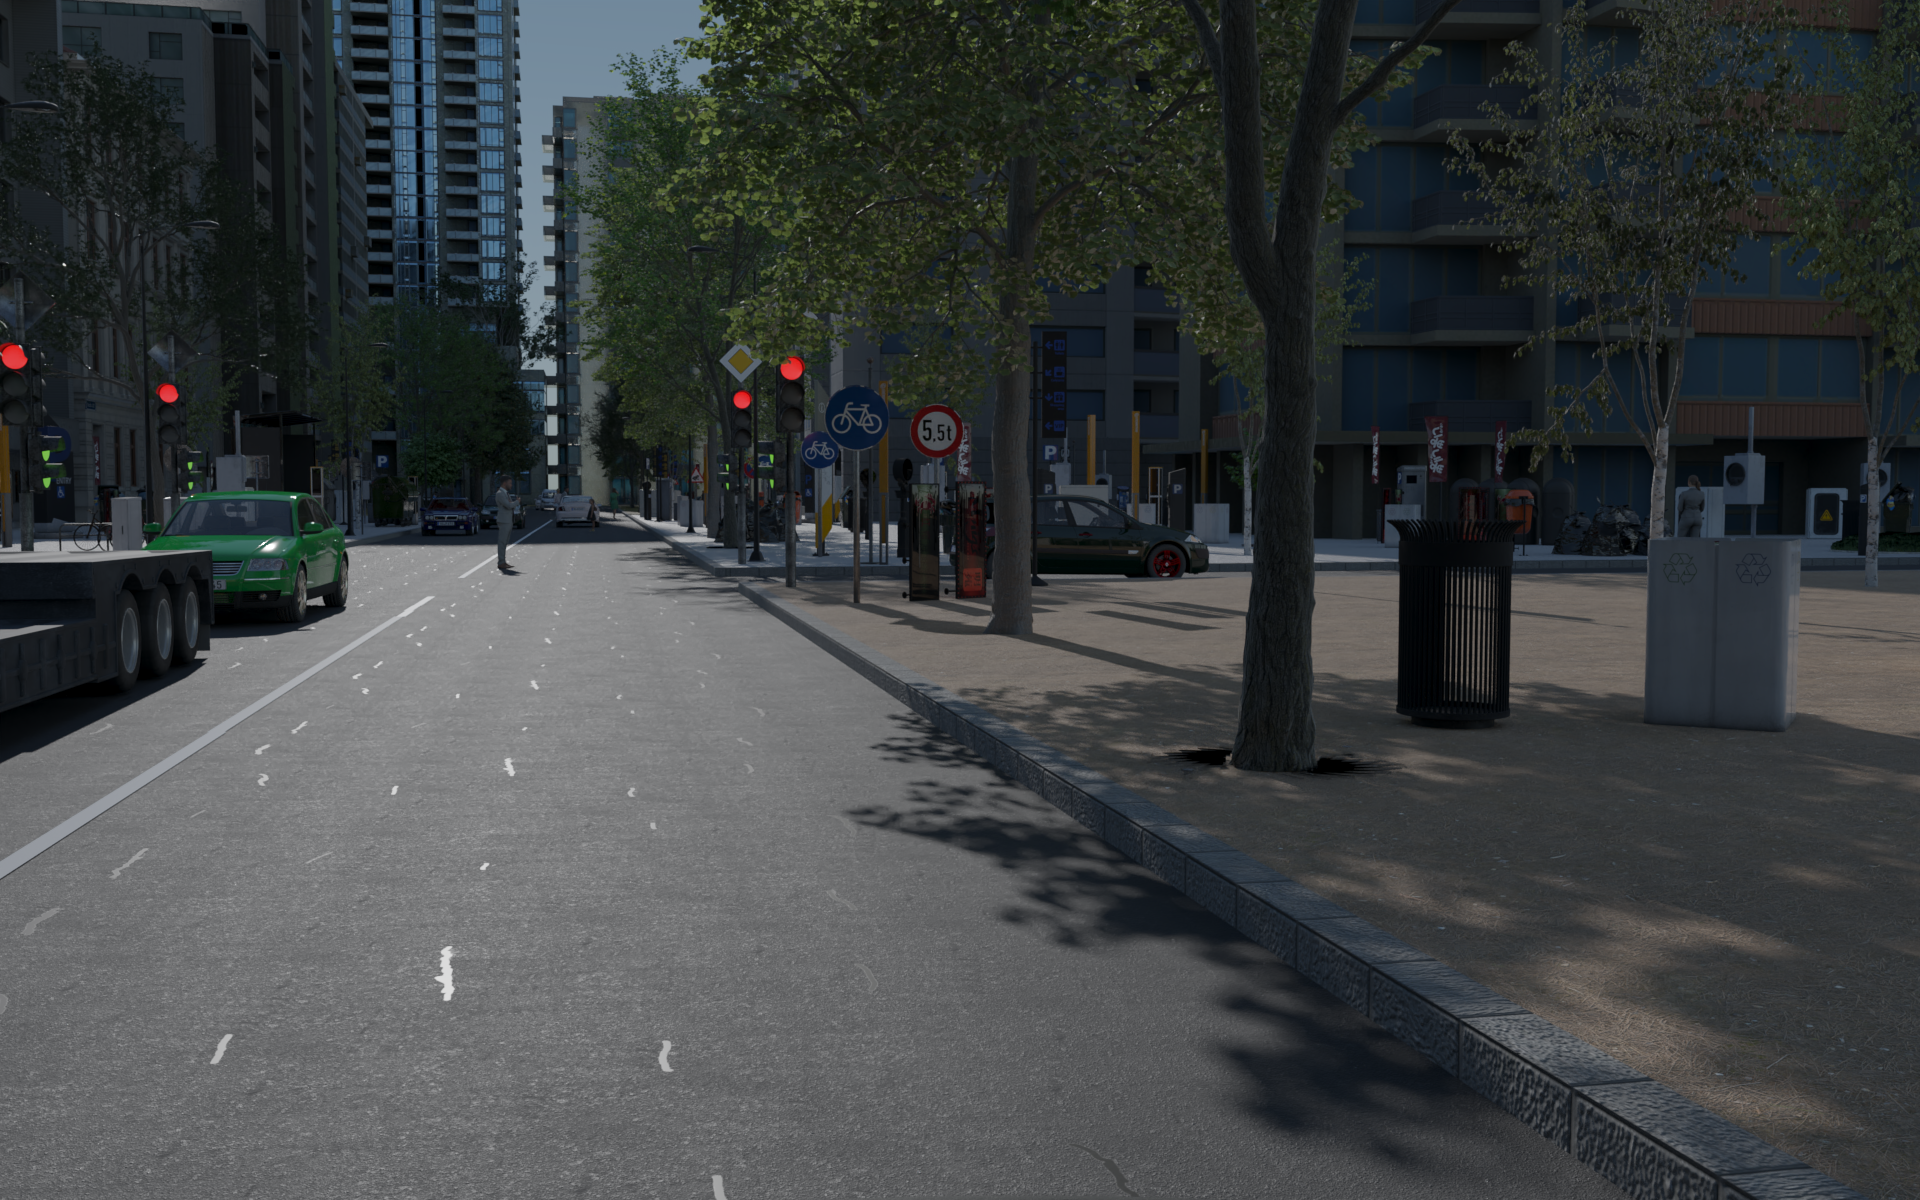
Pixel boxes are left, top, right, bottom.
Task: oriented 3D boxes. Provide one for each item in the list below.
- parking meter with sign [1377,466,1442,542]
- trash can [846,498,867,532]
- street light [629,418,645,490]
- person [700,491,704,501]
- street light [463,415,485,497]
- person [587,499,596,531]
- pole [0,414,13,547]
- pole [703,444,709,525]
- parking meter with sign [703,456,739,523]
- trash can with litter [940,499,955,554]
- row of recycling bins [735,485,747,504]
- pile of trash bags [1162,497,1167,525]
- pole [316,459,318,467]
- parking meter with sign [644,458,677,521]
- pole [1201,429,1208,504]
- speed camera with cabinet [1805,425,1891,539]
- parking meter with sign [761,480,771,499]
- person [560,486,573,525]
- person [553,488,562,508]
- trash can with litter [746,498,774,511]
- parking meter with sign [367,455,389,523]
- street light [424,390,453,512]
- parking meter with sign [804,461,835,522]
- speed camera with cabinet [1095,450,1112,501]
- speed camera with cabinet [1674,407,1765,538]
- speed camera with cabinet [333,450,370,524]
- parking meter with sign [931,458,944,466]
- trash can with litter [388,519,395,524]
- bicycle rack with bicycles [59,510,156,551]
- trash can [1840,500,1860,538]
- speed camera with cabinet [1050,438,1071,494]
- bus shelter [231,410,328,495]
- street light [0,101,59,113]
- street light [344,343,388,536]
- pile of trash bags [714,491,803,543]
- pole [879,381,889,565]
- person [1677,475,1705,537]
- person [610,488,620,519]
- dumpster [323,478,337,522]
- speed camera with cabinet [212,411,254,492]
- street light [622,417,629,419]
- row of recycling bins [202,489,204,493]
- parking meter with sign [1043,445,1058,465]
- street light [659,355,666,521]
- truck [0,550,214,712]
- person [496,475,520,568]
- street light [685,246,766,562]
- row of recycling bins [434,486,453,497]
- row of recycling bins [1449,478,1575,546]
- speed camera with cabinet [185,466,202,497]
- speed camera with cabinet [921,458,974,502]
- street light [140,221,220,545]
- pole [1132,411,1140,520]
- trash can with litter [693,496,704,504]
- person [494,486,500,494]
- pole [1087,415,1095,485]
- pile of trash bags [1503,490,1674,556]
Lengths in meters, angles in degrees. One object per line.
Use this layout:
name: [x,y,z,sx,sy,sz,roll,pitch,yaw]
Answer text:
parking meter with sign: [12.175,-3.089,46.768,1.738,3.016,0.543,0,4,-4]
trash can: [-3.625,-3.040,61.360,0.748,1.137,0.748,0,3,0]
street light: [-14.621,-6.652,81.294,1.470,5.913,1.316,-1,4,-12]
person: [-27.796,-10.923,187.228,0.705,1.807,1.348,-3,4,-38]
street light: [-28.483,-7.878,101.351,1.470,5.913,1.316,-1,4,-12]
person: [-14.169,-3.266,66.565,0.373,1.253,0.362,-1,4,-14]
pole: [-22.932,-2.920,41.588,0.158,3.312,0.155,0,3,0]
pole: [-10.354,-4.700,70.695,0.158,3.312,0.155,0,3,0]
parking meter with sign: [-10.717,-5.042,78.695,1.738,3.016,0.543,-2,4,-26]
trash can with litter: [0.017,-1.567,37.015,1.055,1.170,0.624,-3,5,-39]
row of recycling bins: [-10.413,-4.526,81.110,1.069,1.692,3.534,-1,4,-11]
pile of trash bags: [9.718,-3.842,72.570,3.447,1.369,1.912,2,4,28]
pole: [-37.674,-6.577,101.378,0.158,3.312,0.155,0,3,0]
parking meter with sign: [-14.272,-5.335,83.488,1.738,3.016,0.543,0,4,7]
pole: [7.684,-3.707,54.461,0.158,3.312,0.155,0,3,0]
speed camera with cabinet: [25.106,-3.342,48.970,2.038,3.252,0.660,1,4,18]
parking meter with sign: [-10.415,-5.922,93.081,0.543,3.016,1.738,-1,4,-14]
person: [-18.459,-4.415,80.963,0.850,1.792,0.678,0,4,8]
person: [-21.485,-5.146,93.312,0.731,1.740,0.598,-2,4,-35]
trash can with litter: [-6.080,-2.518,52.558,1.055,1.170,0.624,1,4,13]
parking meter with sign: [-25.939,-4.946,77.133,0.543,3.016,1.738,0,4,-2]
street light: [-23.379,-6.423,77.562,1.470,5.913,1.316,-1,4,-12]
parking meter with sign: [-6.505,-5.174,80.858,1.738,3.016,0.543,3,5,44]
speed camera with cabinet: [5.811,-5.138,78.345,2.038,3.252,0.660,1,4,18]
speed camera with cabinet: [17.504,-2.790,39.946,0.660,3.252,2.038,-2,4,-25]
speed camera with cabinet: [-26.400,-4.887,74.232,2.038,3.252,0.660,1,4,10]
parking meter with sign: [-1.052,-4.917,76.661,0.543,3.016,1.738,0,4,4]
trash can with litter: [-23.883,-3.784,73.262,1.055,1.170,0.624,2,4,31]
bicycle rack with bicycles: [-18.772,-1.578,39.187,2.852,0.926,2.925,2,4,32]
trash can: [21.796,-1.864,42.125,0.748,1.137,0.748,0,3,0]
speed camera with cabinet: [2.936,-3.534,52.122,0.660,3.252,2.038,0,4,-1]
bus shelter: [-20.054,-3.670,51.290,1.731,3.624,6.357,-1,4,-12]
street light: [-11.355,-2.935,20.531,1.470,5.913,1.316,-1,4,-12]
street light: [-18.285,-4.940,53.317,1.470,5.913,1.316,-1,4,-12]
pile of trash bags: [-5.189,-2.279,47.011,1.912,1.369,3.447,1,4,20]
pole: [-1.379,-2.292,31.321,0.158,3.312,0.155,0,3,0]
person: [13.799,-1.475,32.888,0.520,1.790,0.573,-1,4,-14]
person: [-20.069,-5.610,100.477,0.600,1.795,0.529,0,4,3]
dumpster: [-21.196,-3.119,56.746,1.264,1.857,1.865,-1,4,-12]
speed camera with cabinet: [-17.478,-2.901,41.760,0.660,3.252,2.038,-1,4,-14]
street light: [-19.747,-8.106,105.079,1.470,5.913,1.316,-1,4,-12]
row of recycling bins: [-43.182,-5.350,94.587,3.534,1.692,1.069,-1,4,-21]
parking meter with sign: [3.184,-3.934,60.576,0.543,3.016,1.738,0,4,1]
street light: [-9.437,-5.167,57.020,1.470,5.913,1.316,-1,4,-12]
truck: [-5.663,-0.977,5.733,2.967,4.110,18.799,-1,4,-13]
person: [-8.728,-1.516,33.473,0.466,1.800,0.511,-1,4,-15]
street light: [-4.401,-3.678,32.678,1.470,5.913,1.316,-1,4,-12]
row of recycling bins: [-28.358,-5.353,94.632,1.069,1.692,3.534,-2,4,-26]
row of recycling bins: [14.072,-2.276,44.322,1.069,1.692,3.534,-3,5,-39]
speed camera with cabinet: [-31.653,-4.823,73.197,2.038,3.252,0.660,-1,4,-21]
speed camera with cabinet: [-0.161,-3.593,53.076,2.038,3.252,0.660,-1,4,-11]
street light: [-13.284,-3.484,29.507,1.470,5.913,1.316,-1,4,-12]
pole: [4.329,-2.989,42.713,0.158,3.312,0.155,0,3,0]
trash can with litter: [-13.296,-4.577,86.220,1.055,1.170,0.624,-3,4,-38]
person: [-22.167,-4.549,83.053,0.511,1.800,0.466,0,4,-6]
pole: [3.385,-3.110,44.690,0.158,3.312,0.155,0,3,0]
pile of trash bags: [13.087,-1.626,36.334,3.447,1.369,1.912,0,4,-6]
